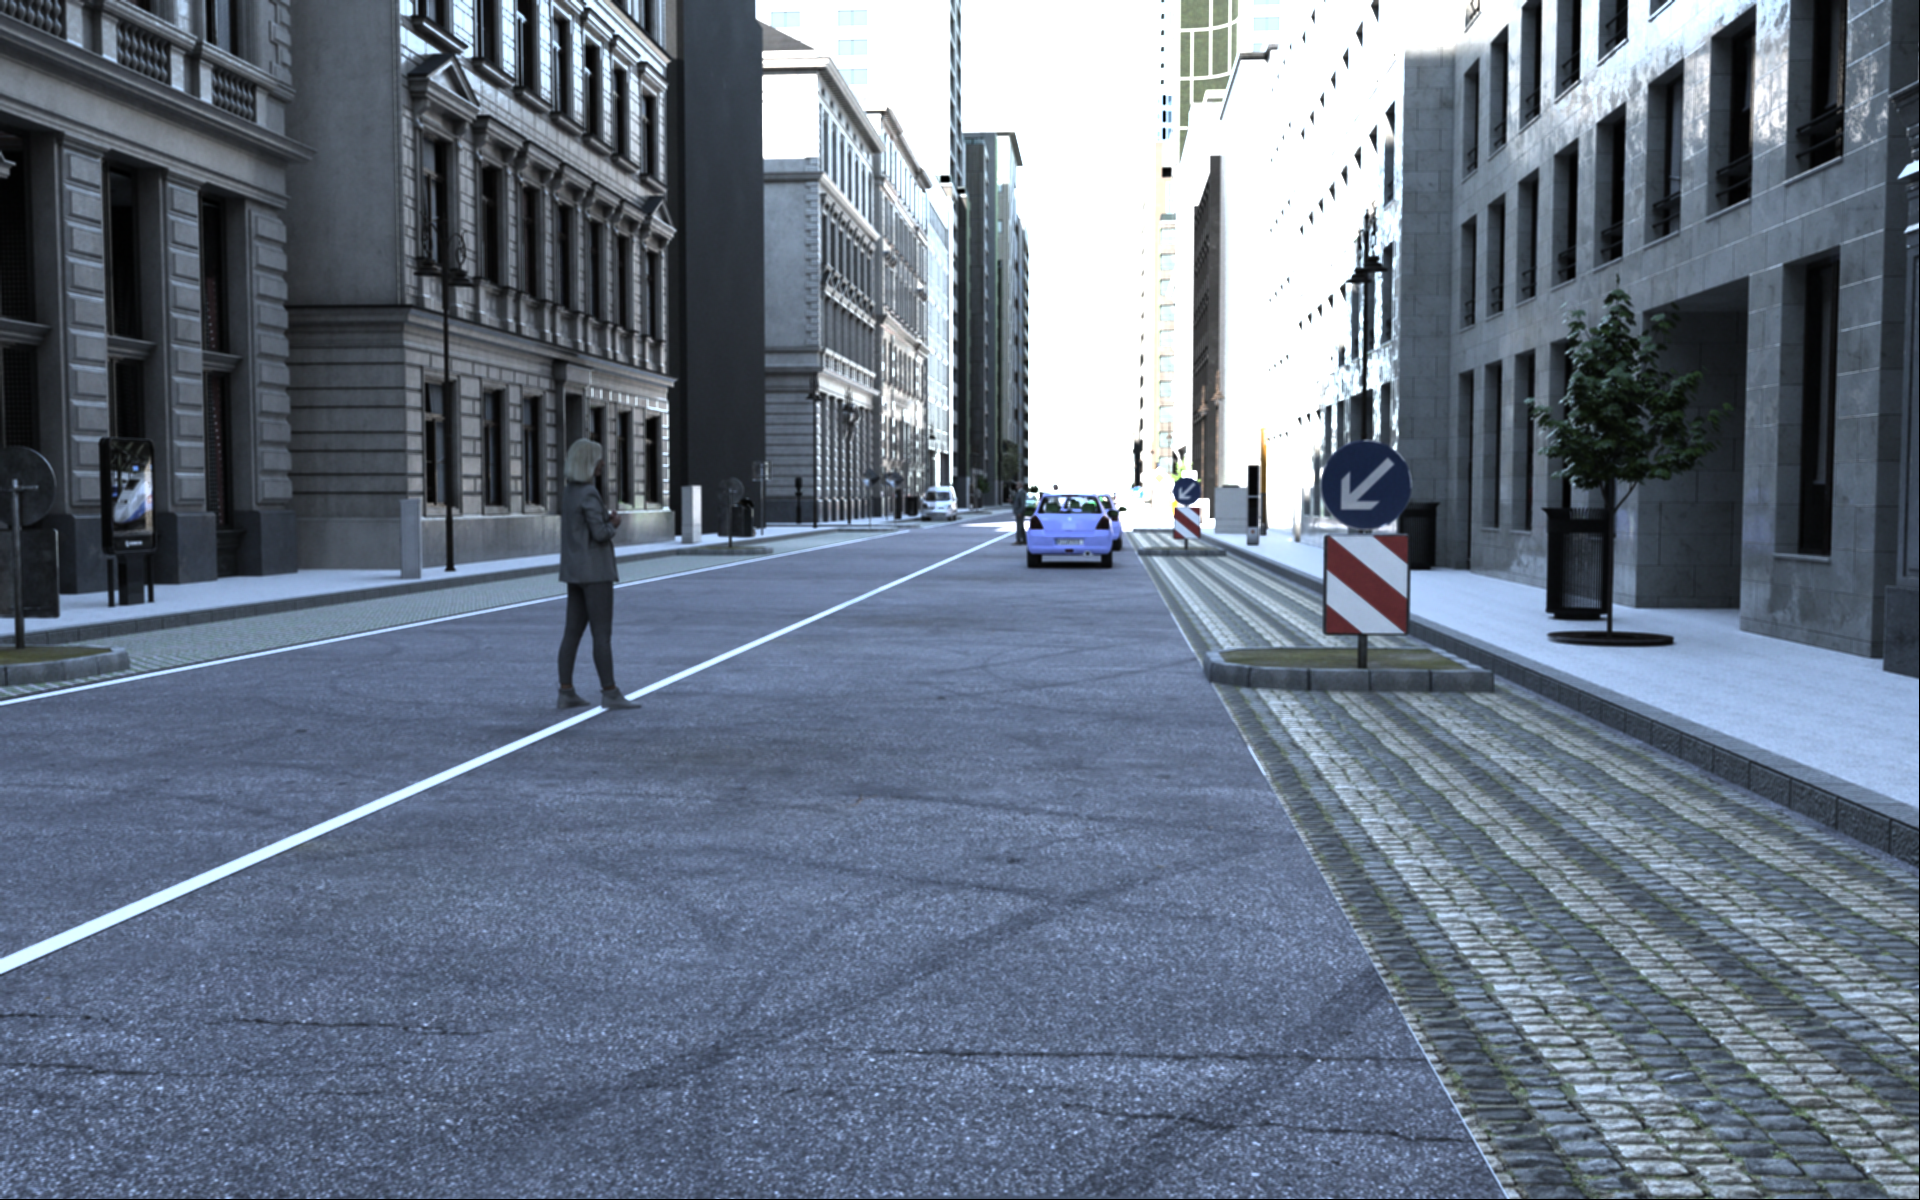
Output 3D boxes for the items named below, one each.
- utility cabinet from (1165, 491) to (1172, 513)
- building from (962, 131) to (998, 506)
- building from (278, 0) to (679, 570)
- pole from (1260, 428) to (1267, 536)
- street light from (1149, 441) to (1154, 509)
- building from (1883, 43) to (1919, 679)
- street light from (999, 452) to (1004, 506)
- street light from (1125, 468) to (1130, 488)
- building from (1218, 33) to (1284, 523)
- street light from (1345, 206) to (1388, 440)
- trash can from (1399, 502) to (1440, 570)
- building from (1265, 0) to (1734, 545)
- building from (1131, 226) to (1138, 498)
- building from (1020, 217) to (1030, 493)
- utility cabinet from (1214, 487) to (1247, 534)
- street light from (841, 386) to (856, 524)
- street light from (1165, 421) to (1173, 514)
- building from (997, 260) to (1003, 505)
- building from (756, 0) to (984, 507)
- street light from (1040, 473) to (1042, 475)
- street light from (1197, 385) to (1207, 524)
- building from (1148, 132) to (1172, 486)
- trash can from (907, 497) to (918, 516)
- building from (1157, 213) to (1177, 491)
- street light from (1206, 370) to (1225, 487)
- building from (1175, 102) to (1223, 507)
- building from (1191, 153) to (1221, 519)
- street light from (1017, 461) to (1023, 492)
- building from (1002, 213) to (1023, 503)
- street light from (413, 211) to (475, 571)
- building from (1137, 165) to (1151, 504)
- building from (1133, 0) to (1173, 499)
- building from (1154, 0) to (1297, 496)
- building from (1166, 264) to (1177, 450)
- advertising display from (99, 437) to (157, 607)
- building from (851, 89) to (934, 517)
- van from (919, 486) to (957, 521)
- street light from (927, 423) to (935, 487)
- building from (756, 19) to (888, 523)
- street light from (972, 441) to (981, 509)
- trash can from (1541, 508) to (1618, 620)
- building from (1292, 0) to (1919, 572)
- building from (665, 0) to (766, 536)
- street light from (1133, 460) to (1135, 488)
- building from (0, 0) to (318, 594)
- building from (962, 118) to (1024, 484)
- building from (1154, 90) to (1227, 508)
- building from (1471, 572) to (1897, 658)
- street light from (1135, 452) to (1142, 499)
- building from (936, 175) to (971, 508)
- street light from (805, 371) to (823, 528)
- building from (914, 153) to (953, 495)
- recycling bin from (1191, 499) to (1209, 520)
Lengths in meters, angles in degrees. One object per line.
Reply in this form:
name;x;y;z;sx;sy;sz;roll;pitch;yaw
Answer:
utility cabinet;14.153;-6.640;117.236;0.318;1.500;1.173;1;4;22
building;-3.211;-31.016;190.707;14.154;41.232;14.086;0;4;5
building;-13.240;-10.618;38.237;10.561;19.102;19.286;0;4;5
pole;9.391;-3.652;53.558;0.158;3.312;0.155;0;3;0
street light;16.553;-10.807;149.476;0.468;5.910;1.993;0;4;5
building;10.640;-9.390;2.678;9.793;20.994;18.267;0;4;5
street light;4.442;-13.123;187.343;0.468;5.910;1.993;0;4;5
street light;26.402;-18.154;269.610;0.468;5.910;1.993;0;4;5
building;27.351;-15.896;78.969;30.058;24.678;14.314;0;4;5
street light;6.581;-3.388;28.182;0.468;5.910;1.993;0;4;5
trash can;7.788;-1.091;29.488;0.748;1.137;0.748;0;3;0
building;15.672;-12.209;54.368;10.420;20.320;16.860;0;4;5
building;40.074;-40.982;293.749;21.300;48.544;21.600;0;4;5
building;0.416;-40.541;286.548;21.300;48.544;21.600;0;4;5
utility cabinet;8.786;-2.871;55.625;1.173;1.500;0.318;1;4;22
street light;-4.761;-6.207;74.272;0.468;5.910;1.993;0;4;5
street light;13.257;-8.379;109.778;0.468;5.910;1.993;0;4;5
building;-2.294;-26.561;205.977;14.160;30.474;14.107;0;4;5
building;-8.127;-44.928;172.821;20.563;71.187;20.611;0;4;5
street light;14.279;-20.392;306.198;0.468;5.910;1.993;0;4;5
street light;10.298;-6.159;73.480;0.468;5.910;1.993;0;4;5
building;30.670;-34.506;214.284;14.600;45.320;14.200;0;4;5
trash can;-2.772;-5.465;101.002;0.748;1.137;0.748;0;3;0
building;27.495;-24.946;179.576;14.160;30.474;14.107;0;4;5
street light;9.570;-5.609;64.491;0.468;5.910;1.993;0;4;5
building;20.750;-18.132;114.483;12.078;24.808;19.932;0;4;5
building;19.521;-16.296;96.123;12.332;23.373;15.834;0;4;5
street light;8.319;-15.942;233.439;0.468;5.910;1.993;0;4;5
building;2.478;-37.822;268.500;14.600;45.320;14.200;0;4;5
street light;-8.492;-3.418;28.673;0.468;5.910;1.993;0;4;5
building;36.080;-37.768;241.205;21.300;48.544;21.600;0;4;5
building;38.316;-58.320;266.201;22.319;86.520;31.000;0;4;5
building;32.344;-46.310;195.424;20.563;71.187;20.611;0;4;5
building;22.380;-18.337;135.973;11.583;22.565;21.152;0;4;5
advertising display;-9.622;-0.908;20.066;0.123;1.923;0.974;0;4;4
building;-8.968;-18.988;107.713;12.463;27.353;25.104;0;4;5
van;-1.100;-5.180;91.707;2.013;2.044;4.112;0;4;4
street light;-1.785;-8.456;111.051;0.468;5.910;1.993;0;4;5
building;-10.252;-15.688;85.379;11.050;23.489;19.941;0;4;5
street light;1.561;-10.873;150.568;0.468;5.910;1.993;0;4;5
trash can;6.357;-0.377;17.812;0.748;1.137;0.748;0;3;0
building;13.503;-11.187;37.660;10.420;20.320;16.860;0;4;5
building;-15.723;-14.047;59.340;15.834;23.373;12.332;0;4;5
street light;22.567;-15.315;223.182;0.468;5.910;1.993;0;4;5
building;-16.319;-11.611;18.713;11.050;23.489;19.941;0;4;5
building;-5.751;-40.272;247.683;28.713;52.752;27.495;0;4;5
building;34.253;-28.568;158.971;32.217;40.220;23.993;0;4;5
building;12.967;-10.157;20.819;10.420;20.320;16.860;0;4;5
street light;19.407;-13.053;186.203;0.468;5.910;1.993;0;4;5
building;-6.579;-23.538;156.552;14.160;30.474;14.107;0;4;5
street light;-5.468;-5.650;65.159;0.468;5.910;1.993;0;4;5
building;-7.420;-19.130;130.794;12.078;24.808;19.932;0;4;5
recycling bin;12.106;-4.582;87.476;0.722;1.027;0.722;-1;4;-16
